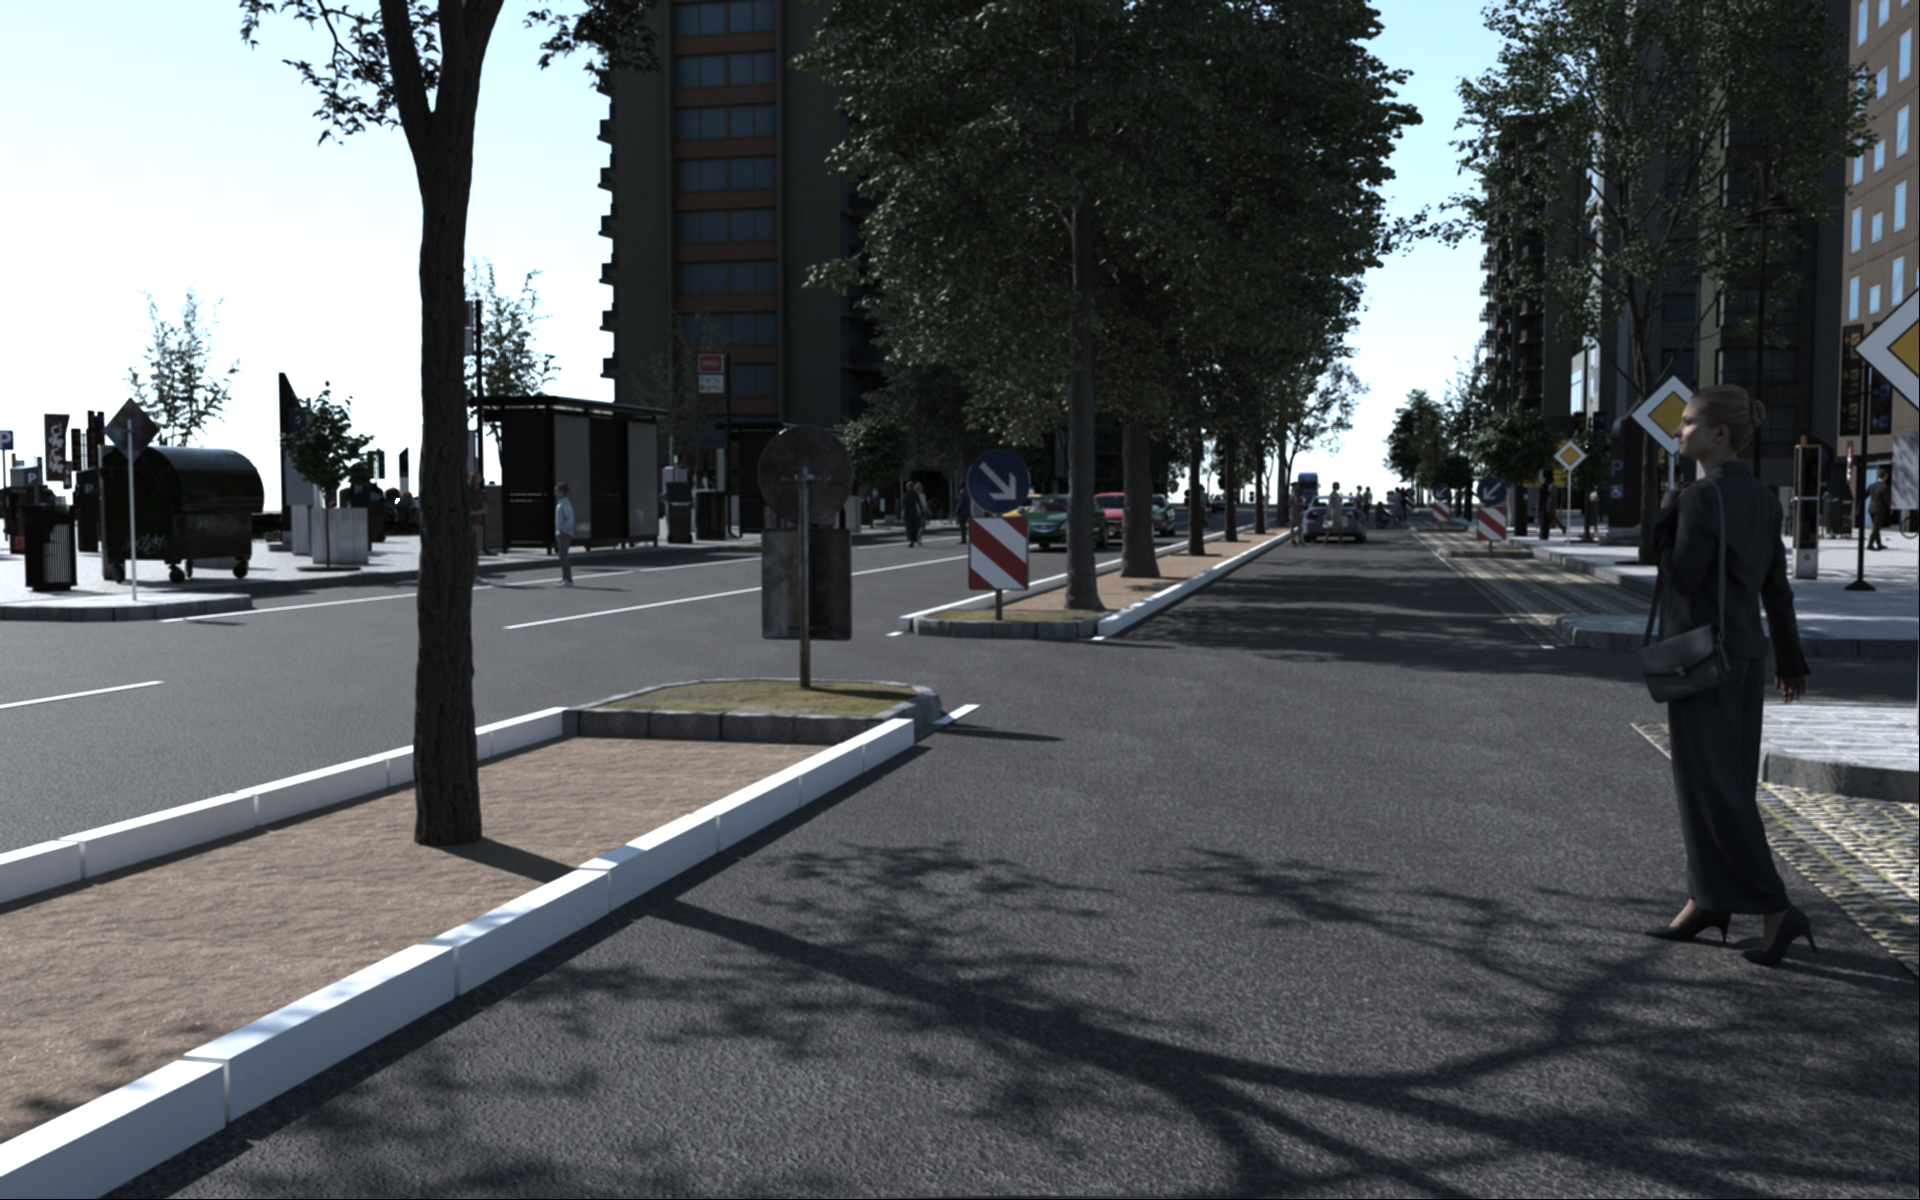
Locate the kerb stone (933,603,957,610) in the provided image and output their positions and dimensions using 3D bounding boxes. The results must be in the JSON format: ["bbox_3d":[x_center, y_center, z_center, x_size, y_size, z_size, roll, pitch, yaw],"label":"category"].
[{"bbox_3d":[-0.231,0.167,19.467,0.120,0.150,1.000,1,4,13],"label":"kerb stone"}]

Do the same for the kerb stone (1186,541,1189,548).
[{"bbox_3d":[5.862,-1.419,45.403,0.120,0.150,1.000,1,4,13],"label":"kerb stone"}]

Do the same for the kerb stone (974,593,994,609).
[{"bbox_3d":[0.232,0.045,21.459,0.120,0.150,1.000,1,4,13],"label":"kerb stone"}]

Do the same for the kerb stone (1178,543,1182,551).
[{"bbox_3d":[5.387,-1.297,43.401,0.120,0.150,1.000,1,4,13],"label":"kerb stone"}]

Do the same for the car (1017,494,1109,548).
[{"bbox_3d":[2.662,-2.015,44.737,2.131,1.459,4.920,1,4,15],"label":"car"}]

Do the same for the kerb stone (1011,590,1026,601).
[{"bbox_3d":[0.701,-0.077,23.450,0.120,0.150,1.000,1,4,13],"label":"kerb stone"}]

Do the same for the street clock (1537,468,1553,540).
[{"bbox_3d":[16.448,-2.701,48.730,0.358,2.002,0.471,-1,4,-10],"label":"street clock"}]

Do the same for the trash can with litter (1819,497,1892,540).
[{"bbox_3d":[24.916,-2.302,48.687,2.233,1.210,1.678,3,5,42],"label":"trash can with litter"}]

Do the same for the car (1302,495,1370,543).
[{"bbox_3d":[11.281,-2.449,52.052,2.014,1.417,4.499,1,4,15],"label":"car"}]

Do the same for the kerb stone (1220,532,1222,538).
[{"bbox_3d":[8.199,-2.029,55.365,0.120,0.150,1.000,1,4,13],"label":"kerb stone"}]

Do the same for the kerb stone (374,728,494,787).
[{"bbox_3d":[-2.715,0.812,8.916,0.120,0.150,1.000,1,4,13],"label":"kerb stone"}]

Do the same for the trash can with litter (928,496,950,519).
[{"bbox_3d":[-1.100,-4.795,89.788,1.055,1.170,0.624,-1,4,-12],"label":"trash can with litter"}]

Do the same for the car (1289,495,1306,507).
[{"bbox_3d":[37.472,-11.025,192.615,2.083,1.381,4.827,1,4,13],"label":"car"}]

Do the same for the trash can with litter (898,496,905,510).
[{"bbox_3d":[-2.873,-5.163,95.808,1.055,1.170,0.624,-1,4,-9],"label":"trash can with litter"}]

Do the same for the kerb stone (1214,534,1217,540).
[{"bbox_3d":[7.733,-1.907,53.373,0.120,0.150,1.000,1,4,13],"label":"kerb stone"}]

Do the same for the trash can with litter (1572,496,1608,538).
[{"bbox_3d":[18.911,-2.446,51.047,1.678,1.210,2.233,3,5,44],"label":"trash can with litter"}]

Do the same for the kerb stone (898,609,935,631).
[{"bbox_3d":[-0.470,0.228,18.473,0.120,0.150,1.000,1,4,13],"label":"kerb stone"}]

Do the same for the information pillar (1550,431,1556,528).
[{"bbox_3d":[22.267,-4.499,64.919,0.183,3.616,0.504,1,4,17],"label":"information pillar"}]

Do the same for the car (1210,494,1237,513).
[{"bbox_3d":[19.901,-7.394,130.679,2.009,1.686,4.222,1,4,11],"label":"car"}]

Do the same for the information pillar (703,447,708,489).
[{"bbox_3d":[-12.673,-5.800,86.177,0.183,3.616,0.504,1,4,12],"label":"information pillar"}]

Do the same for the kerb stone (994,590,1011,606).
[{"bbox_3d":[0.475,-0.016,22.454,0.120,0.150,1.000,1,4,13],"label":"kerb stone"}]

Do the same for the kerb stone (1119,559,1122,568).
[{"bbox_3d":[3.041,-0.686,33.410,0.120,0.150,1.000,1,4,13],"label":"kerb stone"}]

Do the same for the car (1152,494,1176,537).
[{"bbox_3d":[6.362,-2.917,59.492,2.131,1.459,4.920,1,4,12],"label":"car"}]

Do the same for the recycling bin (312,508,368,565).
[{"bbox_3d":[-11.419,-1.184,31.905,0.722,1.027,0.722,2,4,30],"label":"recycling bin"}]

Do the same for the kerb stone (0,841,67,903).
[{"bbox_3d":[-3.420,0.998,5.920,0.120,0.150,1.000,1,4,13],"label":"kerb stone"}]

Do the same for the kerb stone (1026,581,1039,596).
[{"bbox_3d":[0.932,-0.134,24.447,0.120,0.150,1.000,1,4,13],"label":"kerb stone"}]

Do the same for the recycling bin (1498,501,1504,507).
[{"bbox_3d":[25.190,-4.093,79.474,0.722,1.027,0.722,-3,5,-44],"label":"recycling bin"}]

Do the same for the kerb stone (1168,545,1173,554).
[{"bbox_3d":[4.920,-1.175,41.403,0.120,0.150,1.000,1,4,13],"label":"kerb stone"}]

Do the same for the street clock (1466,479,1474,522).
[{"bbox_3d":[23.837,-4.672,80.959,0.358,2.002,0.471,1,4,22],"label":"street clock"}]

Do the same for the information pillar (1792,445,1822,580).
[{"bbox_3d":[12.725,-1.318,26.036,0.304,2.012,0.304,1,4,15],"label":"information pillar"}]

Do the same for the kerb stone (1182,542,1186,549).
[{"bbox_3d":[5.628,-1.356,44.409,0.120,0.150,1.000,1,4,13],"label":"kerb stone"}]

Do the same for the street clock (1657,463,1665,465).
[{"bbox_3d":[16.076,-2.160,39.883,0.358,2.002,0.471,1,4,16],"label":"street clock"}]

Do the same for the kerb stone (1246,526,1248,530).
[{"bbox_3d":[11.013,-2.761,67.343,0.120,0.150,1.000,1,4,13],"label":"kerb stone"}]

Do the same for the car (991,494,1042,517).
[{"bbox_3d":[2.085,-2.853,56.865,2.015,1.641,3.980,1,4,14],"label":"car"}]

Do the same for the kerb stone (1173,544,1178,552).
[{"bbox_3d":[5.164,-1.235,42.395,0.120,0.150,1.000,1,4,13],"label":"kerb stone"}]

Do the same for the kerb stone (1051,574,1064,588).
[{"bbox_3d":[1.404,-0.257,26.436,0.120,0.150,1.000,1,4,13],"label":"kerb stone"}]

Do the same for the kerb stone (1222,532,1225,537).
[{"bbox_3d":[8.441,-2.090,56.365,0.120,0.150,1.000,1,4,13],"label":"kerb stone"}]

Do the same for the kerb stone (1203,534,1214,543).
[{"bbox_3d":[7.496,-1.845,52.374,0.120,0.150,1.000,1,4,13],"label":"kerb stone"}]

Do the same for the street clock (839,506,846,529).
[{"bbox_3d":[-3.710,-3.061,54.617,0.471,2.002,0.358,-1,4,-16],"label":"street clock"}]

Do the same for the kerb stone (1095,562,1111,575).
[{"bbox_3d":[2.571,-0.564,31.421,0.120,0.150,1.000,1,4,13],"label":"kerb stone"}]

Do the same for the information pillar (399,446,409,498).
[{"bbox_3d":[-27.154,-5.706,84.655,0.504,3.616,0.183,-3,5,-42],"label":"information pillar"}]

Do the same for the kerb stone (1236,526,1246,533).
[{"bbox_3d":[10.778,-2.700,66.337,0.120,0.150,1.000,1,4,13],"label":"kerb stone"}]

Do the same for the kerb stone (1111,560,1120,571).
[{"bbox_3d":[2.812,-0.625,32.414,0.120,0.150,1.000,1,4,13],"label":"kerb stone"}]

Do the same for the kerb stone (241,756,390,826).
[{"bbox_3d":[-2.949,0.873,7.920,0.120,0.150,1.000,1,4,13],"label":"kerb stone"}]

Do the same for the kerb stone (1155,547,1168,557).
[{"bbox_3d":[4.679,-1.107,40.410,0.120,0.150,1.000,1,4,13],"label":"kerb stone"}]

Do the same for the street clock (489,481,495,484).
[{"bbox_3d":[-25.676,-5.535,95.075,0.358,2.002,0.471,0,4,4],"label":"street clock"}]

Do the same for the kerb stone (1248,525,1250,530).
[{"bbox_3d":[11.245,-2.822,68.338,0.120,0.150,1.000,1,4,13],"label":"kerb stone"}]

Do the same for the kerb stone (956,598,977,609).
[{"bbox_3d":[0.001,0.108,20.462,0.120,0.150,1.000,1,4,13],"label":"kerb stone"}]

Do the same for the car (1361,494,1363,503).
[{"bbox_3d":[56.711,-14.235,244.746,2.014,1.417,4.499,1,4,12],"label":"car"}]

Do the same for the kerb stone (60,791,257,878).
[{"bbox_3d":[-3.182,0.935,6.914,0.120,0.150,1.000,1,4,13],"label":"kerb stone"}]

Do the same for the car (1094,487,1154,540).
[{"bbox_3d":[4.483,-2.475,49.509,2.155,1.783,4.494,1,4,12],"label":"car"}]

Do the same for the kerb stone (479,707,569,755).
[{"bbox_3d":[-2.487,0.751,9.912,0.120,0.150,1.000,1,4,13],"label":"kerb stone"}]

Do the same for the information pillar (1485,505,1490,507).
[{"bbox_3d":[24.461,-4.626,80.128,0.304,2.012,0.304,2,4,29],"label":"information pillar"}]

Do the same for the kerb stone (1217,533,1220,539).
[{"bbox_3d":[7.972,-1.968,54.367,0.120,0.150,1.000,1,4,13],"label":"kerb stone"}]

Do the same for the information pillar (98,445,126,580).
[{"bbox_3d":[-12.705,-1.312,25.947,0.304,2.012,0.304,-2,4,-30],"label":"information pillar"}]

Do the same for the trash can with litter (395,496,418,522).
[{"bbox_3d":[-20.060,-3.118,62.359,0.624,1.170,1.055,0,4,-3],"label":"trash can with litter"}]

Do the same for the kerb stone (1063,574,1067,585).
[{"bbox_3d":[1.641,-0.320,27.434,0.120,0.150,1.000,1,4,13],"label":"kerb stone"}]

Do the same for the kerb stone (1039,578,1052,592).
[{"bbox_3d":[1.168,-0.199,25.441,0.120,0.150,1.000,1,4,13],"label":"kerb stone"}]
